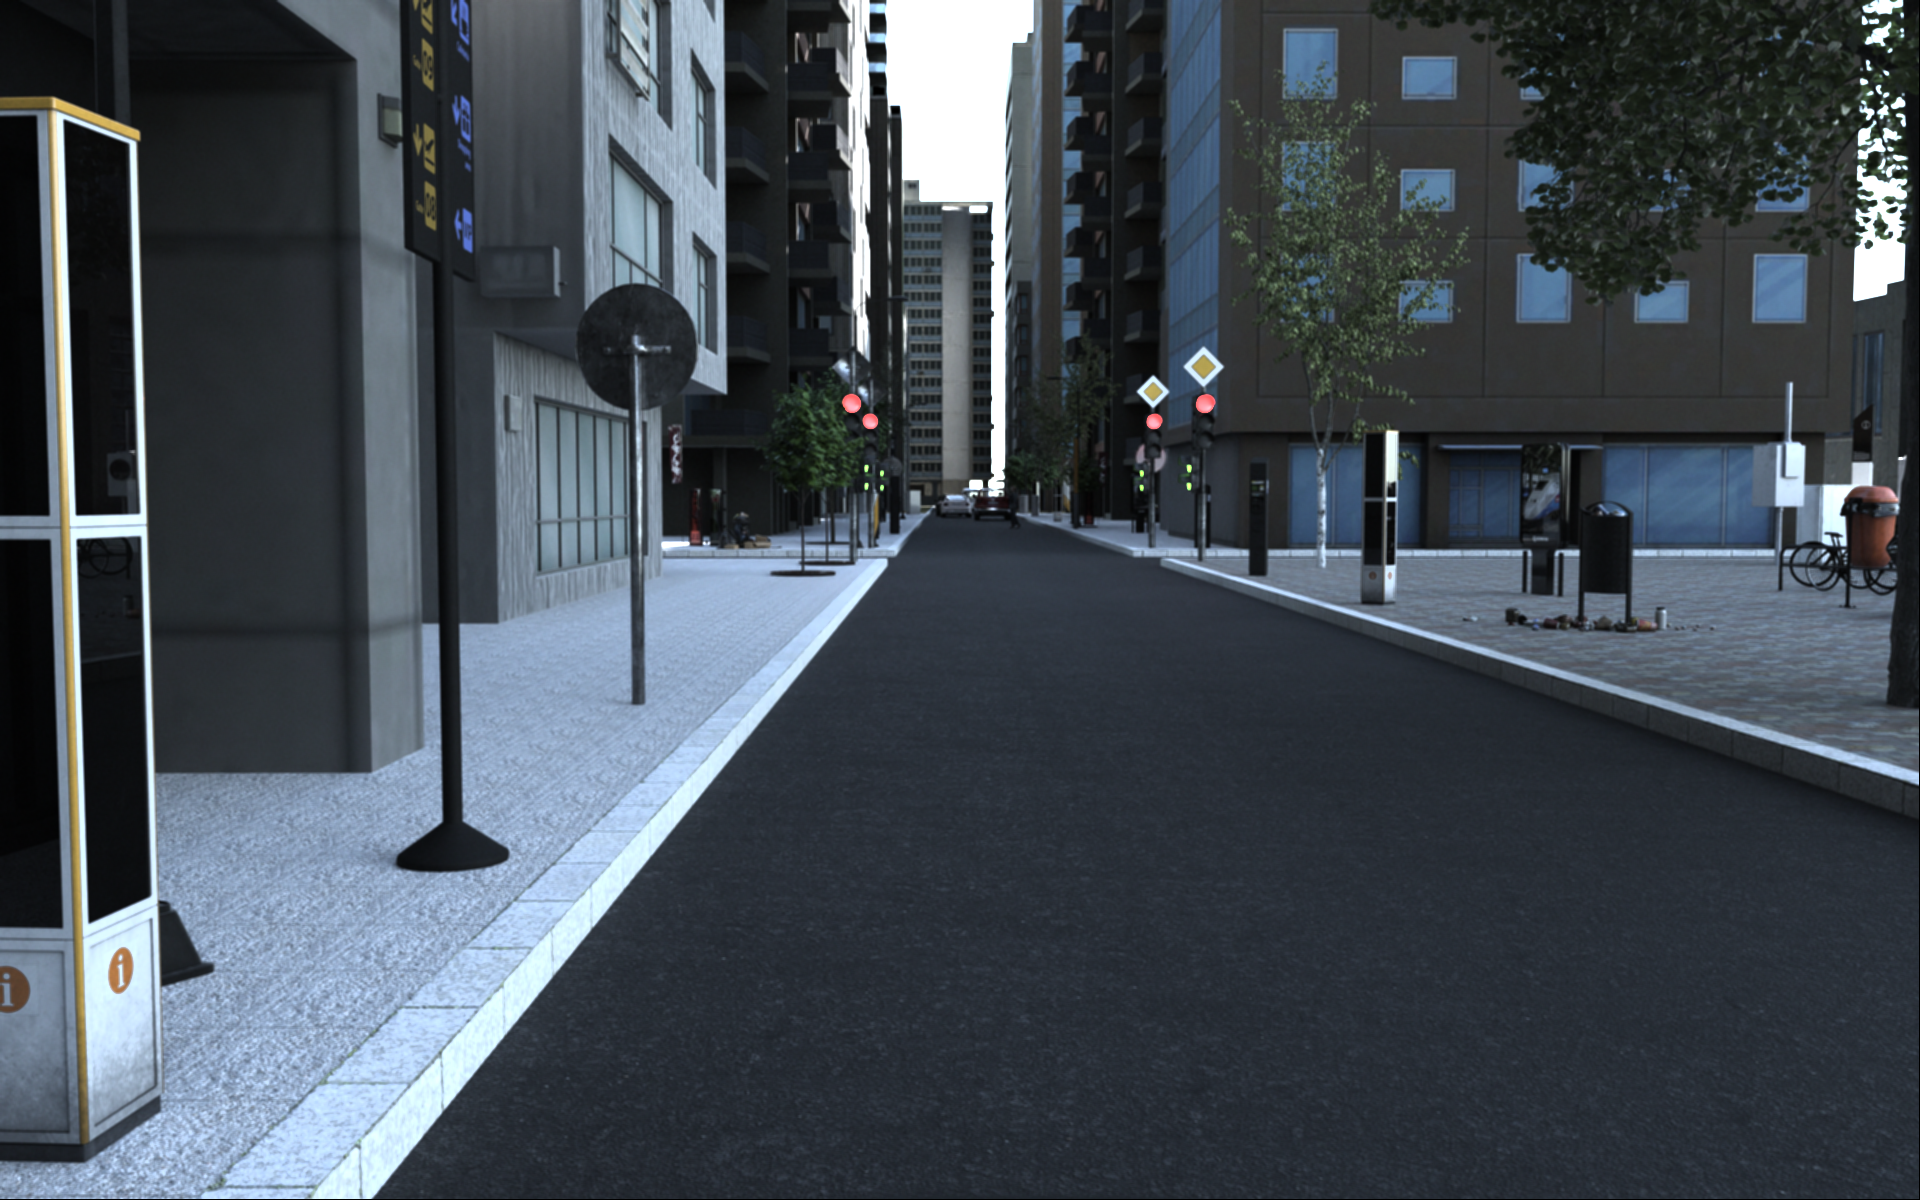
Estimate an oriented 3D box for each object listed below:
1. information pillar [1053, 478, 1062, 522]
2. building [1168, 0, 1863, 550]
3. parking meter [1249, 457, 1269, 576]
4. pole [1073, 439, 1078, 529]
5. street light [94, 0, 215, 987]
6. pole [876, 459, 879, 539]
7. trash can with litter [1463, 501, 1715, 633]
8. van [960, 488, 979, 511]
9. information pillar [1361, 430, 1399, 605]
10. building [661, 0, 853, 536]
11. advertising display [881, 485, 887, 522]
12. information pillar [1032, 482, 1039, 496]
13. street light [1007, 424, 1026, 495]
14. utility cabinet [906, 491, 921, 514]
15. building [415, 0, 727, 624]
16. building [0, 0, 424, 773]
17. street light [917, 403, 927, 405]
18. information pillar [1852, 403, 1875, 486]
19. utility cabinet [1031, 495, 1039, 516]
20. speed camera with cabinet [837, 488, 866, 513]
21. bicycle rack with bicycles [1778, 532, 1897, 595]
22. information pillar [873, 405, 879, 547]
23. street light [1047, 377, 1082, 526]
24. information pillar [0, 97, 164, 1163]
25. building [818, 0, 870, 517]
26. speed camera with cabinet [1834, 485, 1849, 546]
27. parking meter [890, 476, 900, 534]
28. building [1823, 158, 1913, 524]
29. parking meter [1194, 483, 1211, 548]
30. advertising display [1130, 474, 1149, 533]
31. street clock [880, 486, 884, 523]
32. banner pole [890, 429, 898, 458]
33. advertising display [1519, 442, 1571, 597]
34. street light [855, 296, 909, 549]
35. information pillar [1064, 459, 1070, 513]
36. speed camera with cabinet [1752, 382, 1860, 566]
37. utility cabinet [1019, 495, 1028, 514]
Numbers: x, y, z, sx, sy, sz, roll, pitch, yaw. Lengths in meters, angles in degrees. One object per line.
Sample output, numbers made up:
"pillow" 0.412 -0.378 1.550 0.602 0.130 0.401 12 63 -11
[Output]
"information pillar" 4.552 -4.663 80.728 0.304 2.012 0.304 -1 4 -20
"building" 13.207 -24.166 45.230 14.200 45.320 14.600 0 4 0
"parking meter" 4.697 -1.315 27.213 0.255 1.863 0.399 1 4 17
"pole" 4.262 -4.275 63.734 0.158 3.312 0.155 0 3 0
"street light" -1.643 -1.950 4.423 1.470 5.913 1.316 0 4 0
"pole" -2.414 -3.384 49.177 0.158 3.312 0.155 0 3 0
"trash can with litter" 5.978 -0.352 16.816 1.678 1.210 2.233 -3 4 -37
"van" 0.730 -7.197 124.683 2.013 2.044 4.112 0 4 -2
"information pillar" 4.874 -0.956 20.123 0.304 2.012 0.304 3 5 41
"building" -15.496 -25.047 64.148 22.147 44.769 28.867 0 4 0
"advertising display" -3.506 -4.553 79.649 0.123 1.923 0.974 -1 4 -11
"information pillar" 4.577 -6.147 104.988 0.304 2.012 0.304 2 4 28
"street light" 3.815 -8.702 114.823 1.470 5.913 1.316 0 4 0
"utility cabinet" -2.918 -6.080 108.090 0.318 1.500 1.173 2 4 32
"building" -10.603 -20.737 22.646 14.086 41.232 14.154 0 4 0
"building" -12.875 -34.479 1.990 20.563 71.187 20.611 0 4 0
"street light" -2.376 -7.063 88.025 1.470 5.913 1.316 0 4 0
"information pillar" 23.388 -3.274 44.887 0.183 3.616 0.504 -3 4 -36
"utility cabinet" 4.331 -5.418 99.751 0.306 1.237 1.020 1 4 11
"speed camera with cabinet" -7.336 -7.450 116.143 2.038 3.252 0.660 1 4 10
"bicycle rack with bicycles" 12.131 -0.575 22.789 2.852 0.926 2.925 -2 4 -25
"information pillar" -2.079 -3.094 41.946 0.183 3.616 0.504 1 4 11
"street light" 4.156 -5.874 68.585 1.470 5.913 1.316 0 4 0
"information pillar" -1.812 0.066 3.410 0.304 2.012 0.304 0 4 3
"building" -19.123 -31.239 99.990 28.713 52.752 27.495 0 4 0
"speed camera with cabinet" 22.431 -2.908 41.878 2.038 3.252 0.660 0 4 4
"parking meter" -2.110 -3.070 55.902 0.255 1.863 0.399 -1 4 -14
"building" 43.767 -45.032 48.945 31.000 86.520 22.319 0 4 0
"parking meter" 5.754 -1.999 41.092 0.372 1.533 0.369 0 3 0
"advertising display" 5.965 -3.187 57.315 0.123 1.923 0.974 3 5 40
"street clock" -3.622 -4.500 78.148 0.471 2.002 0.358 0 4 1
"banner pole" -2.530 -4.667 66.317 0.401 3.779 0.863 1 4 18
"advertising display" 7.431 -1.029 22.045 0.123 1.923 0.974 -1 4 -12
"street light" -1.901 -4.173 40.774 1.470 5.913 1.316 0 4 0
"information pillar" 7.066 -7.545 114.707 0.183 3.616 0.504 -3 5 -41
"speed camera with cabinet" 15.262 -2.255 31.203 2.038 3.252 0.660 -1 4 -21
"utility cabinet" 4.146 -6.227 112.968 0.306 1.237 1.020 -1 4 -18
